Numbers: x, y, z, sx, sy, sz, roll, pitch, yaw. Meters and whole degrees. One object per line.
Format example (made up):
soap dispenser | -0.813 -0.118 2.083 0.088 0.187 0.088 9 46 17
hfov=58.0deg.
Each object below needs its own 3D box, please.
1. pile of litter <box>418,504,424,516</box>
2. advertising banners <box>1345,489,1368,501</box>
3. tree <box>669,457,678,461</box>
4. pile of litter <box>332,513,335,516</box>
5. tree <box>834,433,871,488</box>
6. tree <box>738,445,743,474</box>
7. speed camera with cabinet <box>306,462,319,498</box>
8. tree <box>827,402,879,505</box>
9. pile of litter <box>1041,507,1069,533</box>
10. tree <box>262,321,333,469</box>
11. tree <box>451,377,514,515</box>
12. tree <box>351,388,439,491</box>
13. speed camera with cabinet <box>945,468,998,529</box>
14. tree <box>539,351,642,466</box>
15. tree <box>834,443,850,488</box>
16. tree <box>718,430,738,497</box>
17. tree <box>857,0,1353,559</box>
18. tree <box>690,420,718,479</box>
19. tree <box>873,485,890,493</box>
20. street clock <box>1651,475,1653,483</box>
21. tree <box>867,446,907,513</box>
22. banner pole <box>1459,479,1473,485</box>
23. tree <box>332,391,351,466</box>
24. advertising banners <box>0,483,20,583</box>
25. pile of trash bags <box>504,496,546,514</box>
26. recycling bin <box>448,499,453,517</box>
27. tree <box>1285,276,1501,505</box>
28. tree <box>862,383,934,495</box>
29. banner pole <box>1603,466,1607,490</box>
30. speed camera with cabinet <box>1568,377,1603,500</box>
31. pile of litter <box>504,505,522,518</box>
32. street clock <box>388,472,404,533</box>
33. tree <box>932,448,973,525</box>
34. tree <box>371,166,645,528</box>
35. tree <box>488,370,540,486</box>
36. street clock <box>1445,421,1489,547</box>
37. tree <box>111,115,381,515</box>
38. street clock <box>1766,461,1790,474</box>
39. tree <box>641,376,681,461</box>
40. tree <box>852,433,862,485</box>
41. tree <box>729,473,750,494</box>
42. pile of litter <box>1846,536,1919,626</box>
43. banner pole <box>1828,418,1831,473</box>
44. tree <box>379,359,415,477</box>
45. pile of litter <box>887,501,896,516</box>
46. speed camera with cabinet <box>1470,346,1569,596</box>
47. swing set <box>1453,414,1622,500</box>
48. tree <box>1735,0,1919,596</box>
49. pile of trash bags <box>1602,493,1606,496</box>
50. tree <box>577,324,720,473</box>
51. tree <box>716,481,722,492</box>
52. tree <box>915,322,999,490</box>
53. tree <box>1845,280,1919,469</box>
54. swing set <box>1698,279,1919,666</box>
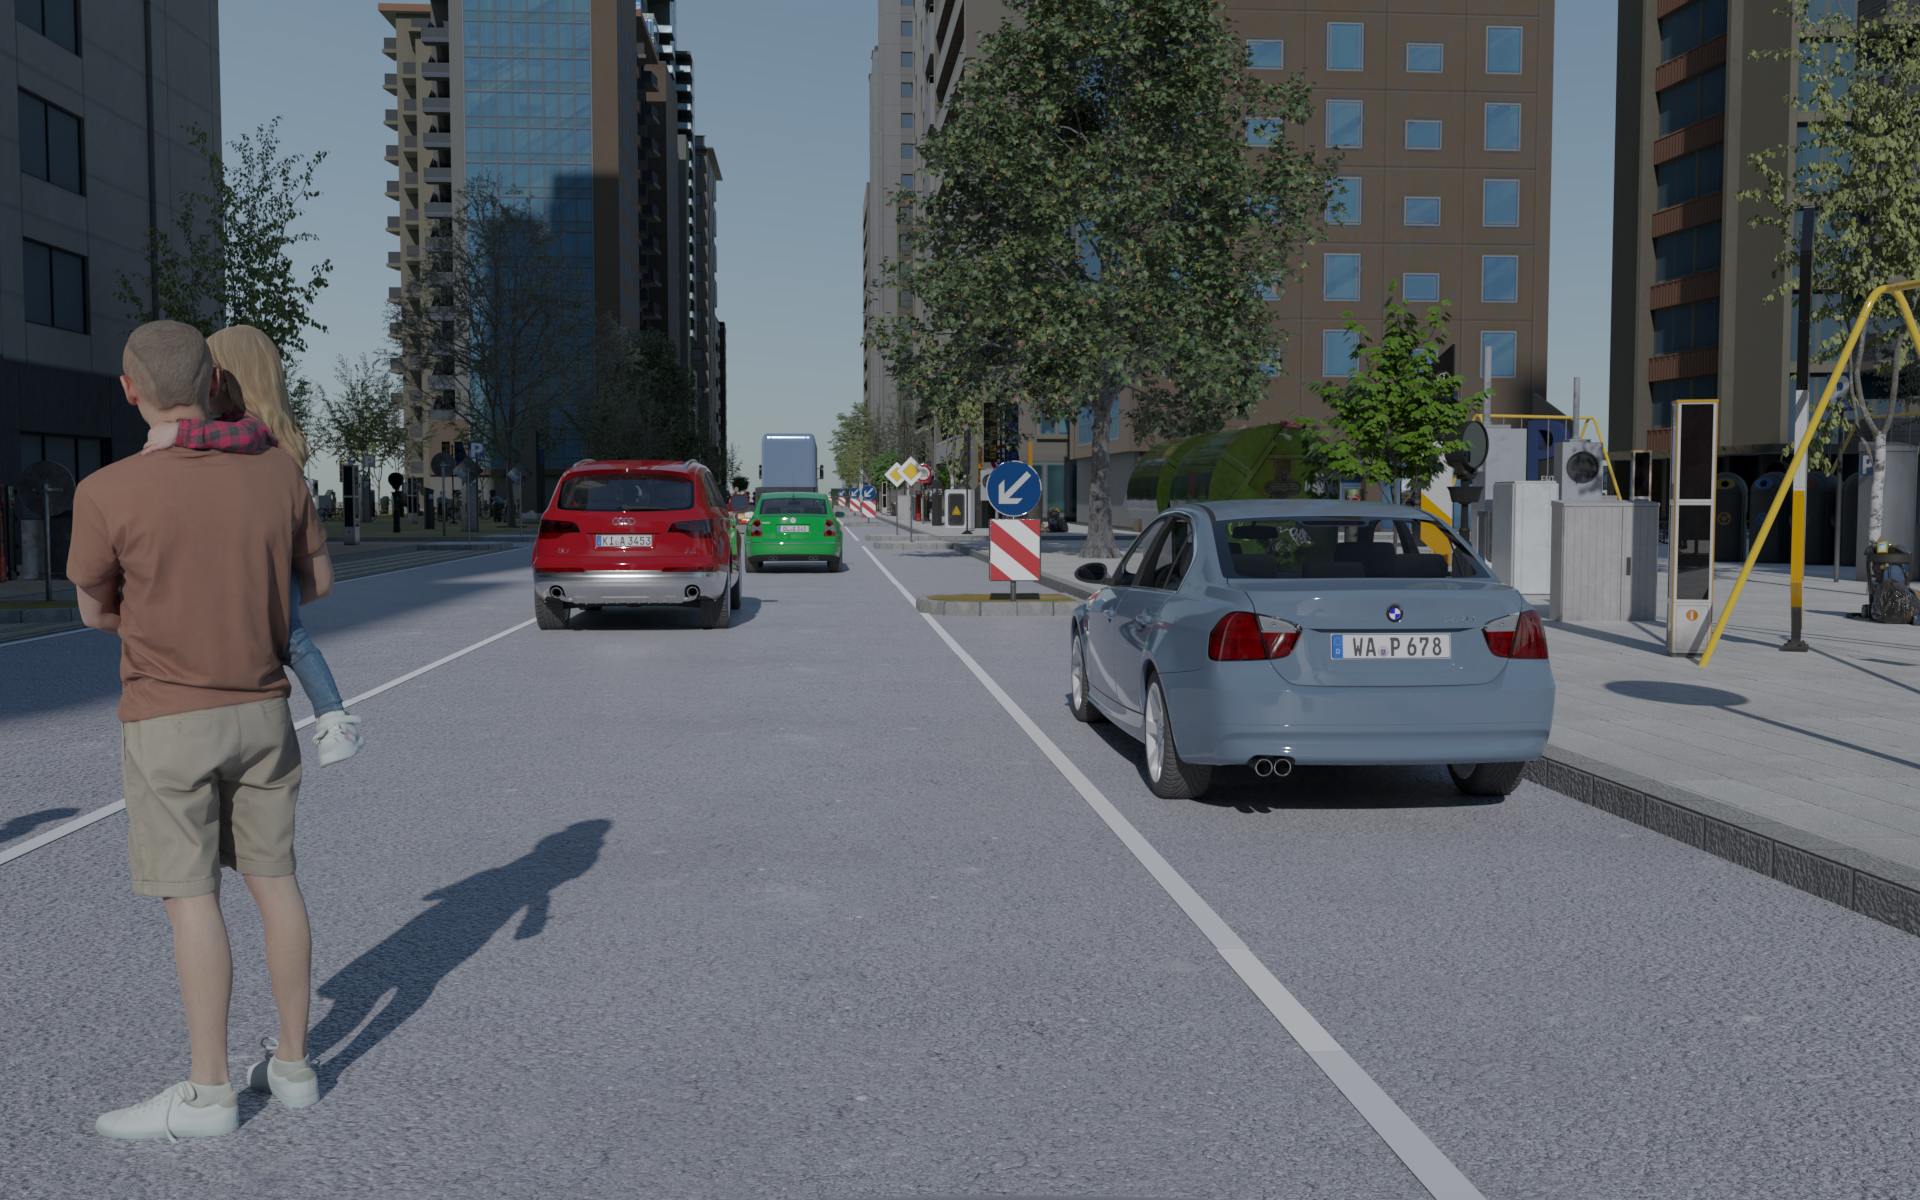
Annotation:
pile of litter | -31.663 -5.364 101.668 1.176 0.858 1.719 -1 4 -11
advertising banners | 8.658 -2.757 41.261 2.074 3.025 0.090 1 4 12
tree | -23.845 -9.823 144.315 4.285 4.588 4.351 0 3 0
pile of litter | -37.705 -5.397 102.199 1.719 0.858 1.176 0 4 8
tree | -12.255 -15.289 200.338 4.737 8.622 4.395 0 3 0
tree | -32.256 -17.800 241.388 4.360 8.622 3.978 0 3 0
speed camera with cabinet | -39.467 -6.741 104.543 0.660 3.252 2.038 0 4 7
tree | -12.413 -17.986 212.194 7.486 12.596 7.792 0 3 0
pile of litter | 2.928 -2.696 58.037 1.719 0.858 1.176 -2 4 -26
tree | -30.312 -7.600 74.625 4.360 8.622 3.978 0 3 0
tree | -29.479 -9.569 106.813 4.737 8.622 4.395 0 3 0
tree | -36.754 -10.000 113.858 4.360 8.622 3.978 0 3 0
speed camera with cabinet | 0.489 -4.194 62.901 2.038 3.252 0.660 1 4 18
tree | -18.557 -8.375 87.299 4.360 8.622 3.978 0 3 0
tree | -14.571 -17.116 230.206 4.360 8.622 3.978 0 3 0
tree | -26.516 -14.246 183.277 4.360 8.622 3.978 0 3 0
tree | 2.837 -7.179 34.389 9.611 12.733 9.660 0 3 0
tree | -24.962 -12.753 158.878 4.360 8.622 3.978 0 3 0
tree | -6.513 -9.166 144.468 1.663 3.219 1.824 0 3 0
street clock | 22.825 -3.254 57.766 0.471 2.002 0.358 1 4 14
tree | -4.635 -8.165 117.219 4.285 4.588 4.351 0 3 0
banner pole | 16.370 -3.990 55.247 0.863 3.779 0.401 0 4 5
tree | -41.091 -9.633 107.860 4.360 8.622 3.978 0 3 0
advertising banners | -13.896 -1.765 25.046 0.090 3.025 2.074 -1 4 -18
pile of trash bags | -25.581 -5.660 102.295 3.447 1.369 1.912 3 5 40
recycling bin | -29.122 -5.229 98.042 0.722 1.027 0.722 -2 4 -26
tree | 3.889 -1.280 15.536 1.663 3.219 1.824 0 3 0
tree | -3.097 -9.714 109.182 4.360 8.622 3.978 0 3 0
banner pole | 49.776 -8.805 133.971 0.863 3.779 0.401 0 4 1
speed camera with cabinet | 9.736 -2.135 29.247 2.038 3.252 0.660 0 4 4
pile of litter | -23.677 -4.784 92.183 1.719 0.858 1.176 -2 4 -29
street clock | -18.761 -3.246 57.646 0.471 2.002 0.358 0 4 0
tree | -0.248 -4.769 72.567 1.663 3.219 1.824 0 3 0
tree | -17.359 -9.522 66.050 12.009 13.543 11.850 0 3 0
tree | -23.237 -8.911 96.054 4.360 8.622 3.978 0 3 0
street clock | 5.011 -0.773 17.201 0.471 2.002 0.358 -3 5 -40
tree | -14.161 -5.107 33.868 4.737 8.622 4.395 0 3 0
street clock | 17.903 -2.040 37.928 0.358 2.002 0.471 -2 4 -34
tree | -19.878 -9.576 106.924 4.360 8.622 3.978 0 3 0
tree | -5.987 -11.432 137.278 4.360 8.622 3.978 0 3 0
tree | -33.967 -17.336 267.160 4.285 4.588 4.351 0 3 0
pile of litter | 9.634 -0.216 17.502 1.176 0.858 1.719 2 4 24
banner pole | 28.511 -4.089 56.869 0.401 3.779 0.863 2 4 31
tree | -30.882 -8.478 88.984 4.737 8.622 4.395 0 3 0
pile of litter | -3.632 -5.308 100.750 1.176 0.858 1.719 -2 4 -29
speed camera with cabinet | 7.233 -1.729 22.605 0.660 3.252 2.038 0 4 2
swing set | 11.534 -2.256 34.513 3.119 2.851 2.862 -1 4 -22
tree | 11.744 -4.367 21.760 4.737 8.622 4.395 0 3 0
pile of trash bags | 41.717 -6.077 109.118 3.447 1.369 1.912 -1 4 -9
tree | -21.026 -12.220 116.813 9.611 12.733 9.660 0 3 0
tree | -28.811 -12.700 202.247 1.663 3.219 1.824 0 3 0
tree | -0.078 -7.095 66.358 4.737 8.622 4.395 0 3 0
tree | 25.015 -5.711 43.743 4.360 8.622 3.978 0 3 0
swing set | 7.138 -0.851 11.530 2.862 2.851 3.119 0 4 -8
